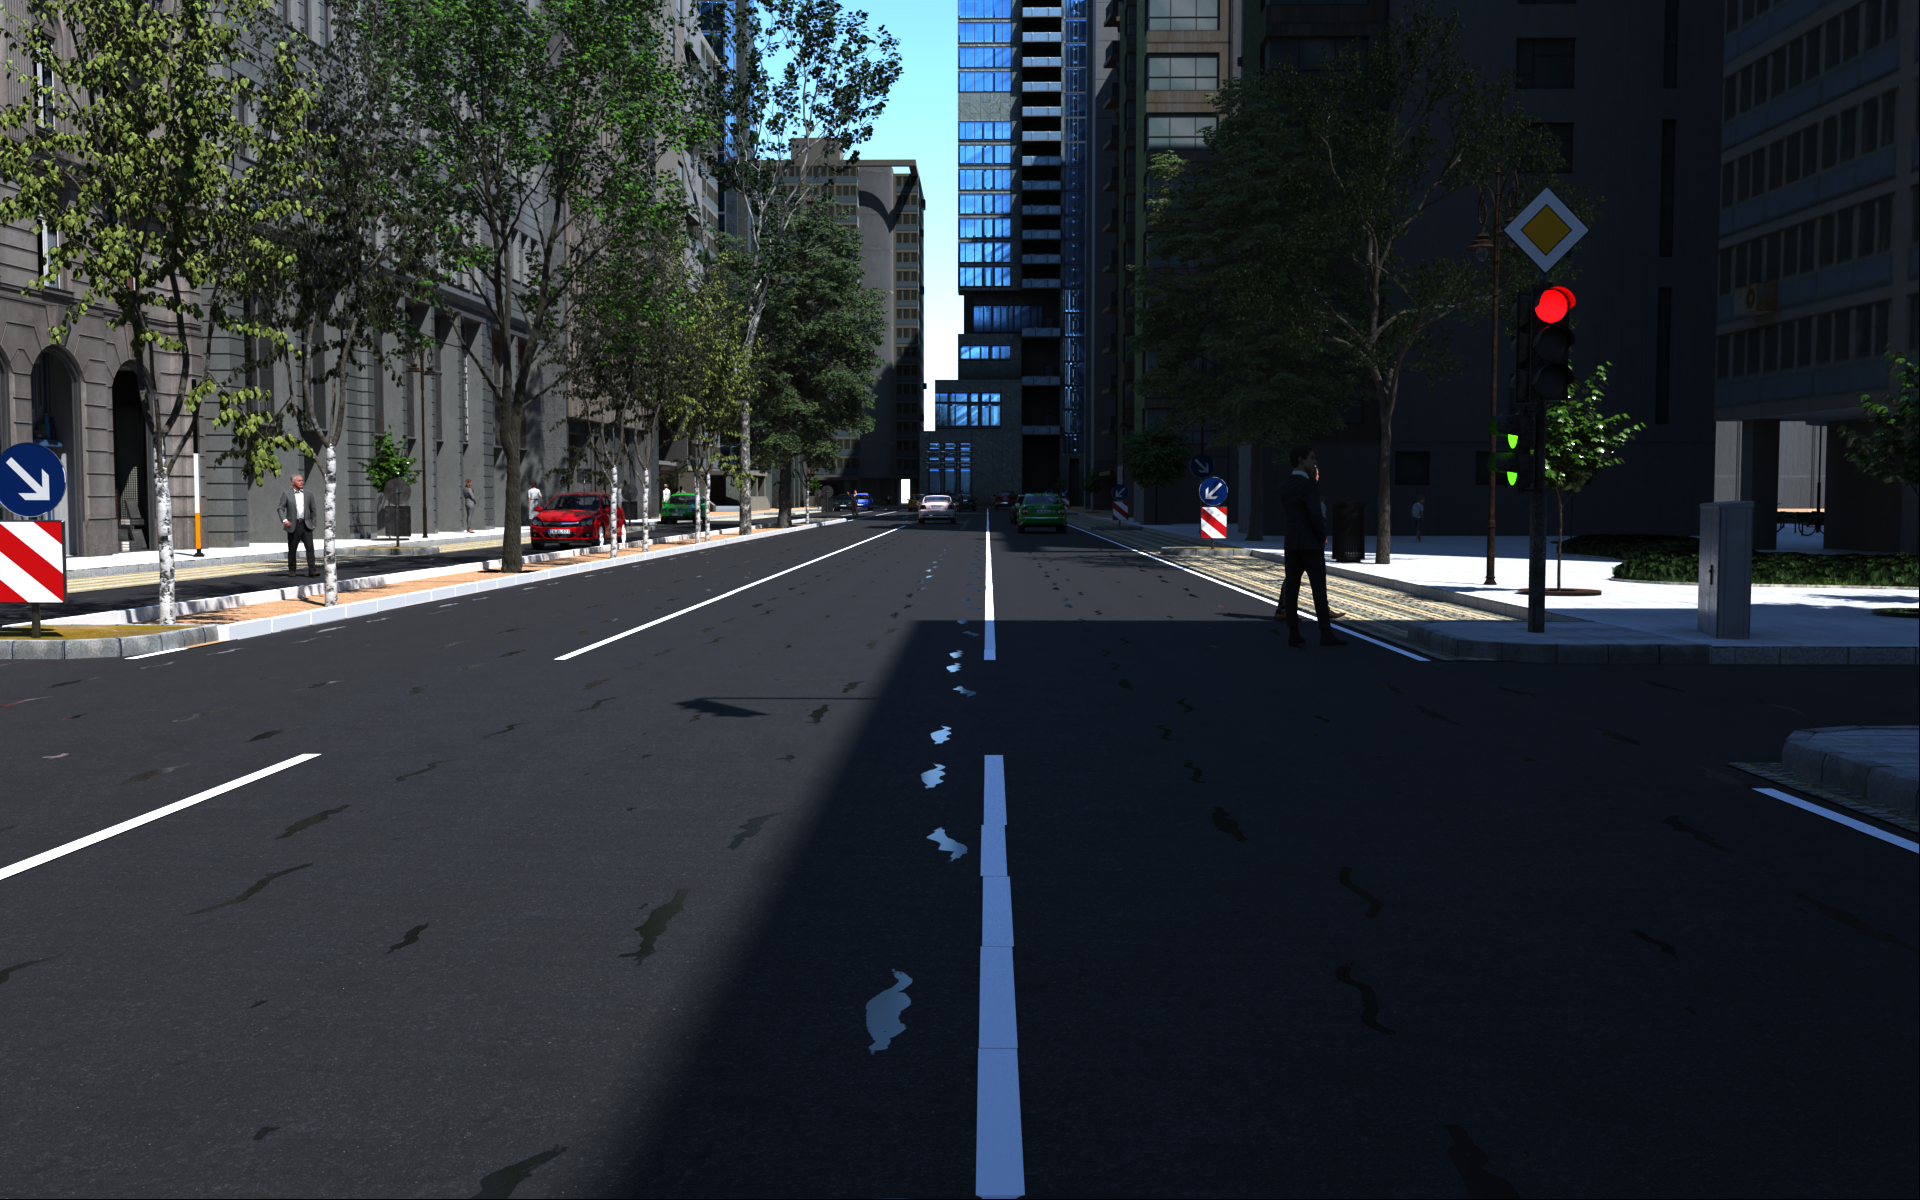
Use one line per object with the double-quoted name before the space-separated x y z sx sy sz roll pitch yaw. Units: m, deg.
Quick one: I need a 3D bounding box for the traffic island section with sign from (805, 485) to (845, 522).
"traffic island section with sign" -7.041 -5.074 91.097 2.006 1.907 1.989 0 4 1

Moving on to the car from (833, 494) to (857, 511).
"car" -9.513 -8.202 143.887 2.009 1.686 4.222 0 4 2

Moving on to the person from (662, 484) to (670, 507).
"person" -14.975 -5.029 88.490 0.478 1.798 0.641 -2 4 -33

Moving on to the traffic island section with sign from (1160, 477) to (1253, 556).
"traffic island section with sign" 5.770 -1.971 40.849 1.989 1.847 2.006 0 4 1

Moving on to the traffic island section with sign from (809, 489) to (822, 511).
"traffic island section with sign" -11.892 -8.380 145.643 1.989 1.847 2.006 0 4 1

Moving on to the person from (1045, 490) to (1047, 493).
"person" 8.245 -9.580 164.994 0.709 1.838 0.599 1 4 13

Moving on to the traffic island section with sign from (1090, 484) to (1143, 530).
"traffic island section with sign" 6.217 -3.691 68.981 1.989 1.847 2.006 0 4 1

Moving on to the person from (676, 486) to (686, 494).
"person" -15.555 -5.492 96.630 1.217 1.735 0.721 -1 4 -8

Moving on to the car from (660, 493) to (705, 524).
"car" -13.148 -4.526 82.789 1.959 1.807 4.718 0 4 1

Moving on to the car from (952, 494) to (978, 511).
"car" 0.403 -8.099 144.217 2.131 1.459 4.920 0 4 2

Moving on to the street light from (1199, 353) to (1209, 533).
"street light" 7.962 -5.148 56.961 0.468 5.910 1.993 0 4 1

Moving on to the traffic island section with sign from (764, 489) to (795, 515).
"traffic island section with sign" -12.325 -6.732 118.691 1.989 1.847 2.006 0 4 1

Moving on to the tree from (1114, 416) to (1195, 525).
"tree" 8.172 -5.448 72.784 4.285 4.588 4.351 0 3 0

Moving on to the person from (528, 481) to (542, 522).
"person" -15.292 -3.407 62.324 0.480 1.755 0.524 -1 4 -16

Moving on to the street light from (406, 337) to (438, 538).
"street light" -15.709 -4.765 50.694 0.468 5.910 1.993 0 4 1

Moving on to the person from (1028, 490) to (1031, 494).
"person" 6.714 -9.650 166.364 1.348 1.812 0.705 0 4 -6

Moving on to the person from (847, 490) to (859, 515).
"person" -7.151 -6.513 115.796 0.742 1.727 0.445 -1 4 -18

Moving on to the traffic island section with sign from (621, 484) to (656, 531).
"traffic island section with sign" -13.115 -3.662 68.497 1.989 1.847 2.006 0 4 1

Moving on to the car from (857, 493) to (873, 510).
"car" -8.631 -8.760 152.820 1.945 1.707 3.694 0 4 3

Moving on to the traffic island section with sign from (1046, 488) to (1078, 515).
"traffic island section with sign" 6.989 -6.684 117.919 1.989 1.847 2.006 0 4 1

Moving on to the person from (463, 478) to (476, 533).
"person" -15.997 -3.084 56.734 0.520 1.790 0.573 2 4 30

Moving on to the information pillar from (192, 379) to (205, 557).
"information pillar" -15.624 -2.698 35.469 0.183 3.616 0.504 -1 4 -19

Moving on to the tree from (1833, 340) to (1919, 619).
"tree" 10.323 -1.443 18.196 1.663 3.219 1.824 0 3 0

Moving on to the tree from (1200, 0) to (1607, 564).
"tree" 8.059 -5.947 31.642 7.601 10.594 8.767 -2 4 -34

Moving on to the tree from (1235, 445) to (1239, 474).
"tree" 13.006 -5.342 71.051 4.285 4.588 4.351 0 3 0

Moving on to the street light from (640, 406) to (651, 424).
"street light" -15.175 -6.778 83.608 0.468 5.910 1.993 0 4 1

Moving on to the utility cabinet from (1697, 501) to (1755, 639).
"utility cabinet" 6.959 -0.283 15.785 0.306 1.237 1.020 1 4 14

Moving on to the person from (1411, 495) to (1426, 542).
"person" 12.254 -2.178 46.337 0.352 1.250 0.332 0 4 -2

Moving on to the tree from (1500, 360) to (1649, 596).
"tree" 7.636 -1.692 22.259 1.663 3.219 1.824 0 3 0

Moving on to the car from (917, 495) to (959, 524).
"car" -1.101 -4.461 85.291 2.083 1.381 4.827 0 4 0

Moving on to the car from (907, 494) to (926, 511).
"car" -3.489 -8.289 145.756 2.015 1.641 3.980 0 4 0

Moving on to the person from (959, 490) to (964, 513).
"person" 0.093 -7.513 132.256 0.530 1.710 0.541 2 4 23

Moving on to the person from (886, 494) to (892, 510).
"person" -6.481 -8.979 158.491 0.799 1.438 0.628 2 4 34

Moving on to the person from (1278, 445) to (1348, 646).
"person" 3.340 -0.532 16.560 0.474 1.900 0.648 -2 4 -33

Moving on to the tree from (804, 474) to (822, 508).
"tree" -13.926 -10.480 165.948 1.663 3.219 1.824 0 3 0

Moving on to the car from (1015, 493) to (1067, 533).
"car" 3.028 -3.418 64.682 1.959 1.807 4.718 0 4 1

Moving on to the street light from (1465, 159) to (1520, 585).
"street light" 7.507 -3.153 24.342 0.468 5.910 1.993 0 4 1

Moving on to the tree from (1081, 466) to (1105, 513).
"tree" 9.284 -7.634 119.413 1.663 3.219 1.824 0 3 0

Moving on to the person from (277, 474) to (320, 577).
"person" -11.324 -1.275 29.748 0.661 1.777 0.834 -3 5 -45

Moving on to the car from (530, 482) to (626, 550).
"car" -10.114 -2.262 46.018 2.155 1.783 4.494 0 4 1

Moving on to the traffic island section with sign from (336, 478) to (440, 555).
"traffic island section with sign" -13.548 -1.996 41.267 1.989 1.847 2.006 0 4 1

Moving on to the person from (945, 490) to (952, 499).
"person" -1.248 -10.008 172.222 1.348 1.812 0.705 3 5 42

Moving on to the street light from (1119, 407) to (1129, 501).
"street light" 8.558 -7.205 90.586 0.468 5.910 1.993 0 4 1

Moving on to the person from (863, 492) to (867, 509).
"person" -8.997 -9.403 163.705 0.593 1.643 0.415 0 4 -4

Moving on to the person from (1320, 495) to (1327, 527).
"person" 9.619 -2.172 46.242 0.332 1.250 0.352 1 4 17

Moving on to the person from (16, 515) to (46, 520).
"person" -12.910 -0.940 24.054 0.728 1.800 0.709 -1 4 -16

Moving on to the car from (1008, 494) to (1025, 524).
"car" 3.338 -4.496 83.299 2.009 1.686 4.222 0 4 -1

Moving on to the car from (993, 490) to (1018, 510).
"car" 4.269 -9.391 162.218 2.281 1.827 5.304 0 4 1

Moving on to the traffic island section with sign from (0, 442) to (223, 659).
"traffic island section with sign" -8.219 -0.479 15.967 2.006 1.907 1.989 0 4 1

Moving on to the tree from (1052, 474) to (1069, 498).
"tree" 9.654 -10.537 166.881 1.663 3.219 1.824 0 3 0

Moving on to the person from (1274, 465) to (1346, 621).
"person" 3.969 -0.650 19.527 0.834 1.777 0.661 0 4 1

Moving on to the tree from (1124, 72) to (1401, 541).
"tree" 8.194 -7.922 47.646 7.486 12.596 7.792 0 3 0

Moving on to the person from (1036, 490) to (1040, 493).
"person" 5.185 -6.630 117.718 0.721 1.723 1.217 0 4 2
